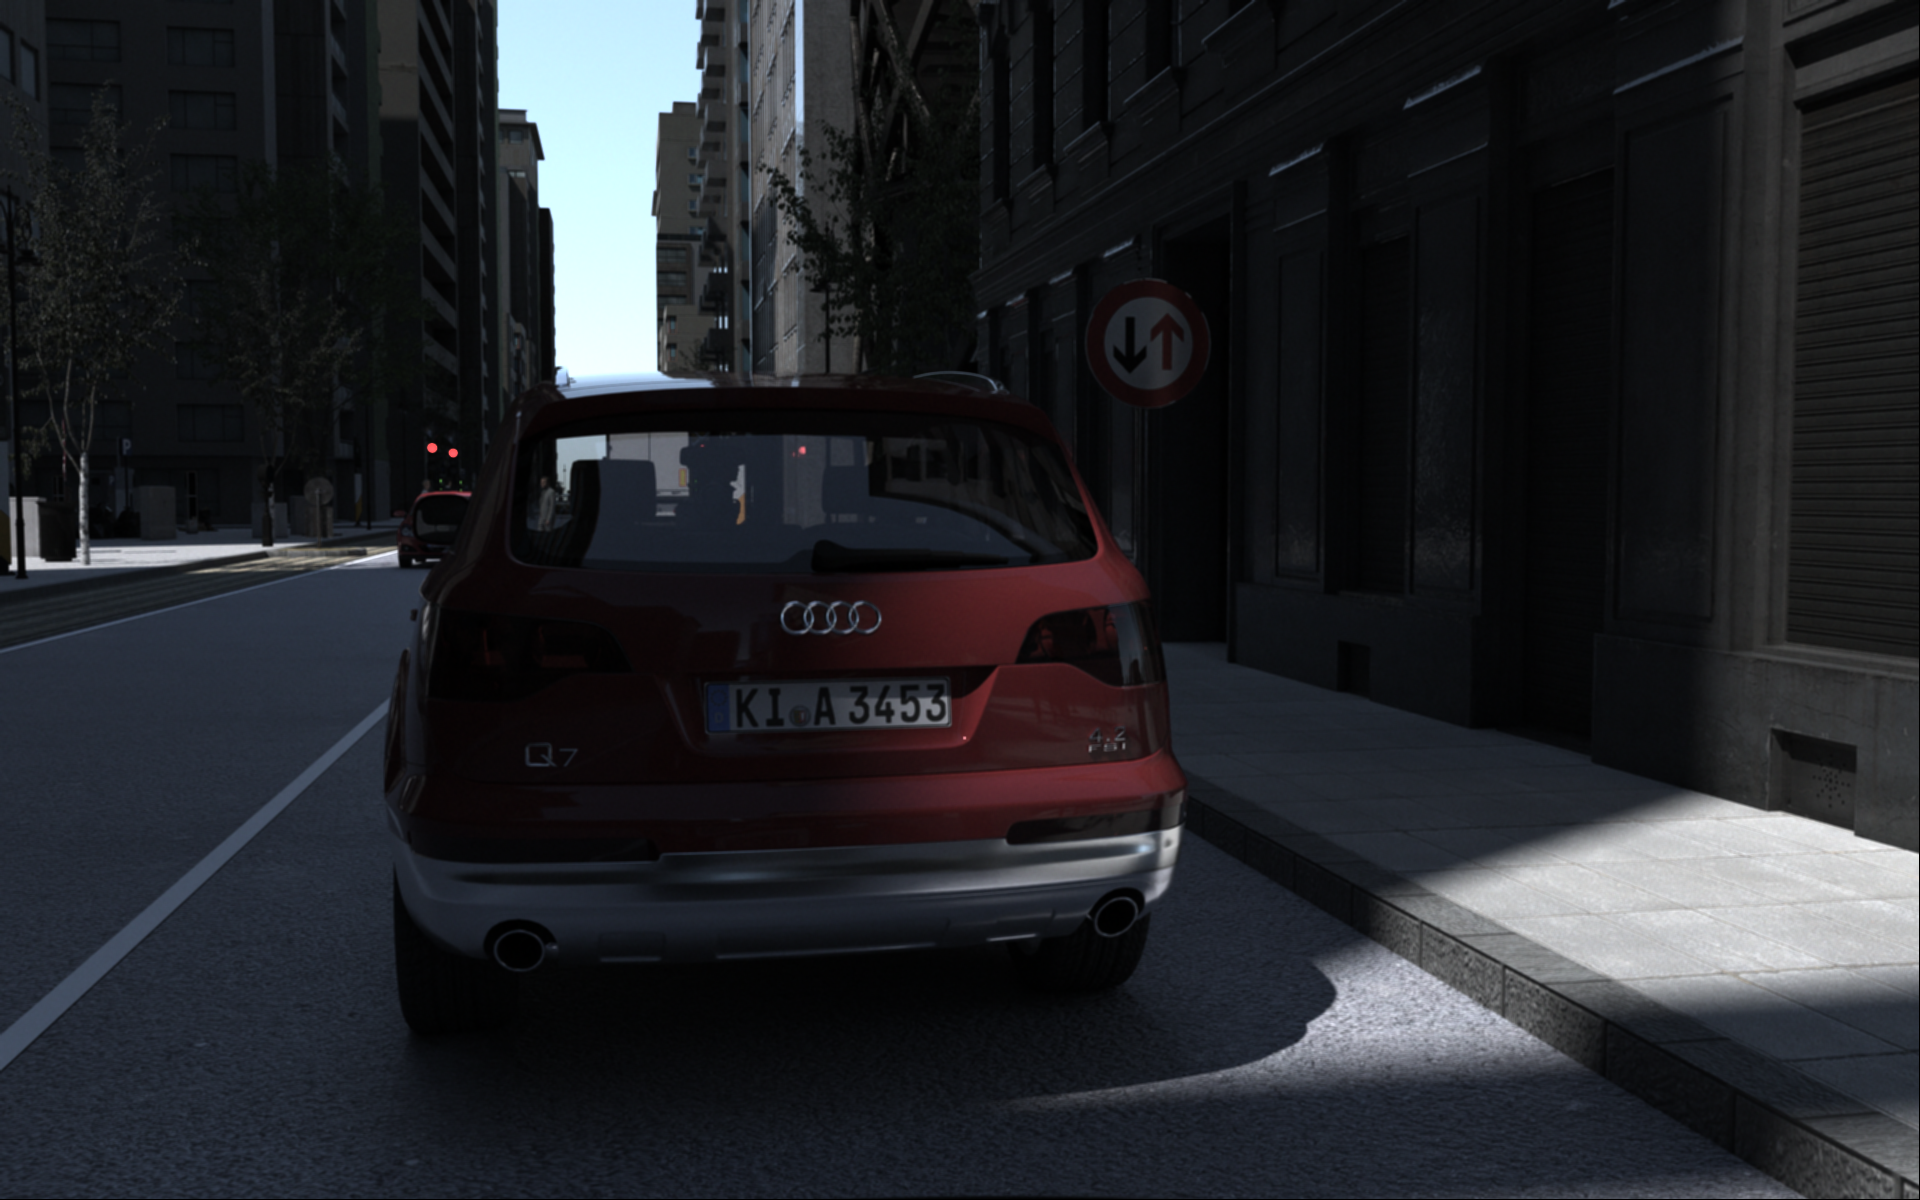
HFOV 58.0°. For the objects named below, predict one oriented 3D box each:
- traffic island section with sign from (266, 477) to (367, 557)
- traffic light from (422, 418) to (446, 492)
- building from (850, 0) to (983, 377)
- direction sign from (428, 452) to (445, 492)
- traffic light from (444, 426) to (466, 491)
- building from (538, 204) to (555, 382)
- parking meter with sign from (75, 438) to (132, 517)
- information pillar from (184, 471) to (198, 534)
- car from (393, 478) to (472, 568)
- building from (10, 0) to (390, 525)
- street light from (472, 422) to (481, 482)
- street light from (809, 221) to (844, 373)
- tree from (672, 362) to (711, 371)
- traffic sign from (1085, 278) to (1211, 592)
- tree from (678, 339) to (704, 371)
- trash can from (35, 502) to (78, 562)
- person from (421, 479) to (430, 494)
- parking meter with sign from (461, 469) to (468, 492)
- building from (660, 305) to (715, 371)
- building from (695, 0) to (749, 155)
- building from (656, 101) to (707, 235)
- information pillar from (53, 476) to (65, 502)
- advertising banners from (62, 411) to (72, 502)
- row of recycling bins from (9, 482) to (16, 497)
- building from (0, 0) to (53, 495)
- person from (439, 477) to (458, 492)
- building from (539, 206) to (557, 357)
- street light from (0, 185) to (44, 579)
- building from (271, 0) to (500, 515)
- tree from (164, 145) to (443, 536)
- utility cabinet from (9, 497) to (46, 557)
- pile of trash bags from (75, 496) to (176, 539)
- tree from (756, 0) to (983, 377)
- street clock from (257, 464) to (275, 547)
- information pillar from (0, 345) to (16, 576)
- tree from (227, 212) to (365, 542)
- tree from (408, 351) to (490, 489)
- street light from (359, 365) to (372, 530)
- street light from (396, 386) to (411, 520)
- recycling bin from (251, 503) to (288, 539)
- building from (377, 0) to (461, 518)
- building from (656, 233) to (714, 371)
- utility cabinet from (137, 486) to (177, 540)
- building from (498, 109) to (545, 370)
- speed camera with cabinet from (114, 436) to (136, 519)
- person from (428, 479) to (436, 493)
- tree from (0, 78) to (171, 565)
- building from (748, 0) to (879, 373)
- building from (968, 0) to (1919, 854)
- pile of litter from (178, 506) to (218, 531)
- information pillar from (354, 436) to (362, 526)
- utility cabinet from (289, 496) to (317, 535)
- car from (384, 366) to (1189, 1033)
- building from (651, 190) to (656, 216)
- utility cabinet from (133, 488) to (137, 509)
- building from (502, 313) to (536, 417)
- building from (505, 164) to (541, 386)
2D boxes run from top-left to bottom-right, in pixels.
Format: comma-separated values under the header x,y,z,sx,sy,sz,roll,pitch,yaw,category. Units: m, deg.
x,y,z,sx,sy,sz,roll,pitch,yaw,category
-14.808,-1.916,39.962,1.989,1.847,2.006,-1,4,-11,traffic island section with sign
-19.460,-4.597,64.087,0.839,4.253,0.868,-1,4,-11,traffic light
5.841,-10.472,38.665,16.820,18.784,16.811,-1,4,-11,building
-28.255,-6.210,93.523,0.876,3.537,0.379,-2,4,-32,direction sign
-20.982,-5.077,71.926,0.839,4.253,0.868,-1,4,-11,traffic light
-68.499,-37.403,261.652,14.600,45.320,14.200,-1,4,-11,building
-26.810,-3.539,54.124,1.738,3.016,0.543,0,4,7,parking meter with sign
-24.788,-3.140,55.838,0.304,2.012,0.304,-3,5,-41,information pillar
-10.328,-1.600,35.193,2.155,1.783,4.494,-1,4,-11,car
-33.708,-24.013,76.207,14.154,41.232,14.086,-1,4,-11,building
-30.096,-8.259,107.829,0.468,5.910,1.993,-1,4,-11,street light
-2.252,-3.471,29.532,0.468,5.910,1.993,-1,4,-11,street light
-14.743,-8.830,94.727,4.360,8.622,3.978,0,3,0,tree
1.104,-0.625,10.320,0.768,2.556,0.104,-1,4,-10,traffic sign
-11.730,-8.017,81.444,4.737,8.622,4.395,0,3,0,tree
-17.150,-1.301,32.925,0.748,1.137,0.748,0,3,0,trash can
-14.840,-2.427,48.055,0.818,1.842,0.514,-2,4,-30,person
-33.916,-7.474,118.453,0.543,3.016,1.738,-2,4,-24,parking meter with sign
-15.951,-20.178,174.957,27.650,21.520,28.899,-1,4,-11,building
-6.362,-30.468,117.763,23.786,49.044,30.456,-1,4,-11,building
-26.074,-35.993,212.188,21.300,48.544,21.600,-1,4,-11,building
-36.007,-3.960,69.230,0.304,2.012,0.304,2,4,34,information pillar
-19.414,-2.536,37.656,0.090,3.025,2.074,-2,4,-24,advertising banners
-26.214,-2.320,45.044,1.069,1.692,3.534,1,4,19,row of recycling bins
-42.056,-27.832,44.285,27.495,52.752,28.713,-1,4,-11,building
-14.470,-2.529,49.213,0.648,1.900,0.474,-2,4,-25,person
-77.510,-40.544,282.497,23.786,49.044,30.456,-1,4,-11,building
-14.211,-3.258,26.055,0.468,5.910,1.993,-1,4,-11,street light
-41.756,-27.215,128.563,14.154,41.232,14.086,-1,4,-11,building
-19.705,-7.776,52.899,9.928,11.665,9.643,0,3,0,tree
-19.190,-1.478,35.325,1.020,1.237,0.306,0,4,2,utility cabinet
-24.496,-2.500,50.627,1.912,1.369,3.447,2,4,28,pile of trash bags
-0.518,-4.601,25.591,4.737,8.622,4.395,0,3,0,tree
-16.920,-2.305,42.264,0.358,2.002,0.471,0,4,2,street clock
-15.101,-2.184,27.060,0.183,3.616,0.504,2,4,25,information pillar
-18.092,-5.822,45.547,4.360,8.622,3.978,0,3,0,tree
-26.509,-8.491,89.189,4.360,8.622,3.978,0,3,0,tree
-21.204,-5.455,61.975,0.468,5.910,1.993,-1,4,-11,street light
-23.155,-6.079,72.184,0.468,5.910,1.993,-1,4,-11,street light
-20.065,-2.311,50.334,0.722,1.027,0.722,2,4,29,recycling bin
-41.437,-29.178,100.763,21.300,48.544,21.600,-1,4,-11,building
-26.919,-25.855,194.425,14.160,30.474,14.107,-1,4,-11,building
-22.318,-2.419,48.228,0.318,1.500,1.173,1,4,10,utility cabinet
-72.192,-39.737,238.937,28.713,52.752,27.495,-1,4,-11,building
-28.412,-3.943,58.808,0.660,3.252,2.038,-1,4,-20,speed camera with cabinet
-15.180,-2.502,49.210,0.447,1.846,0.655,1,4,9,person
-15.871,-4.949,31.281,4.360,8.622,3.978,0,3,0,tree
-0.103,-14.577,56.357,12.078,24.808,19.932,-1,4,-11,building
6.472,-10.107,14.396,9.793,20.994,18.267,-1,4,-11,building
-26.365,-2.812,59.947,1.176,0.858,1.719,-3,5,-41,pile of litter
-24.536,-4.846,70.586,0.183,3.616,0.504,0,4,4,information pillar
-20.691,-2.673,54.862,0.306,1.237,1.020,2,4,35,utility cabinet
-0.851,0.145,6.307,2.281,1.827,5.304,-1,4,-13,car
-37.180,-43.034,292.848,28.713,52.752,27.495,-1,4,-11,building
-27.194,-3.040,58.387,1.173,1.500,0.318,0,4,0,utility cabinet
-60.582,-20.895,186.668,27.650,21.520,28.899,-1,4,-11,building
-58.029,-32.099,208.411,14.154,41.232,14.086,-1,4,-11,building
